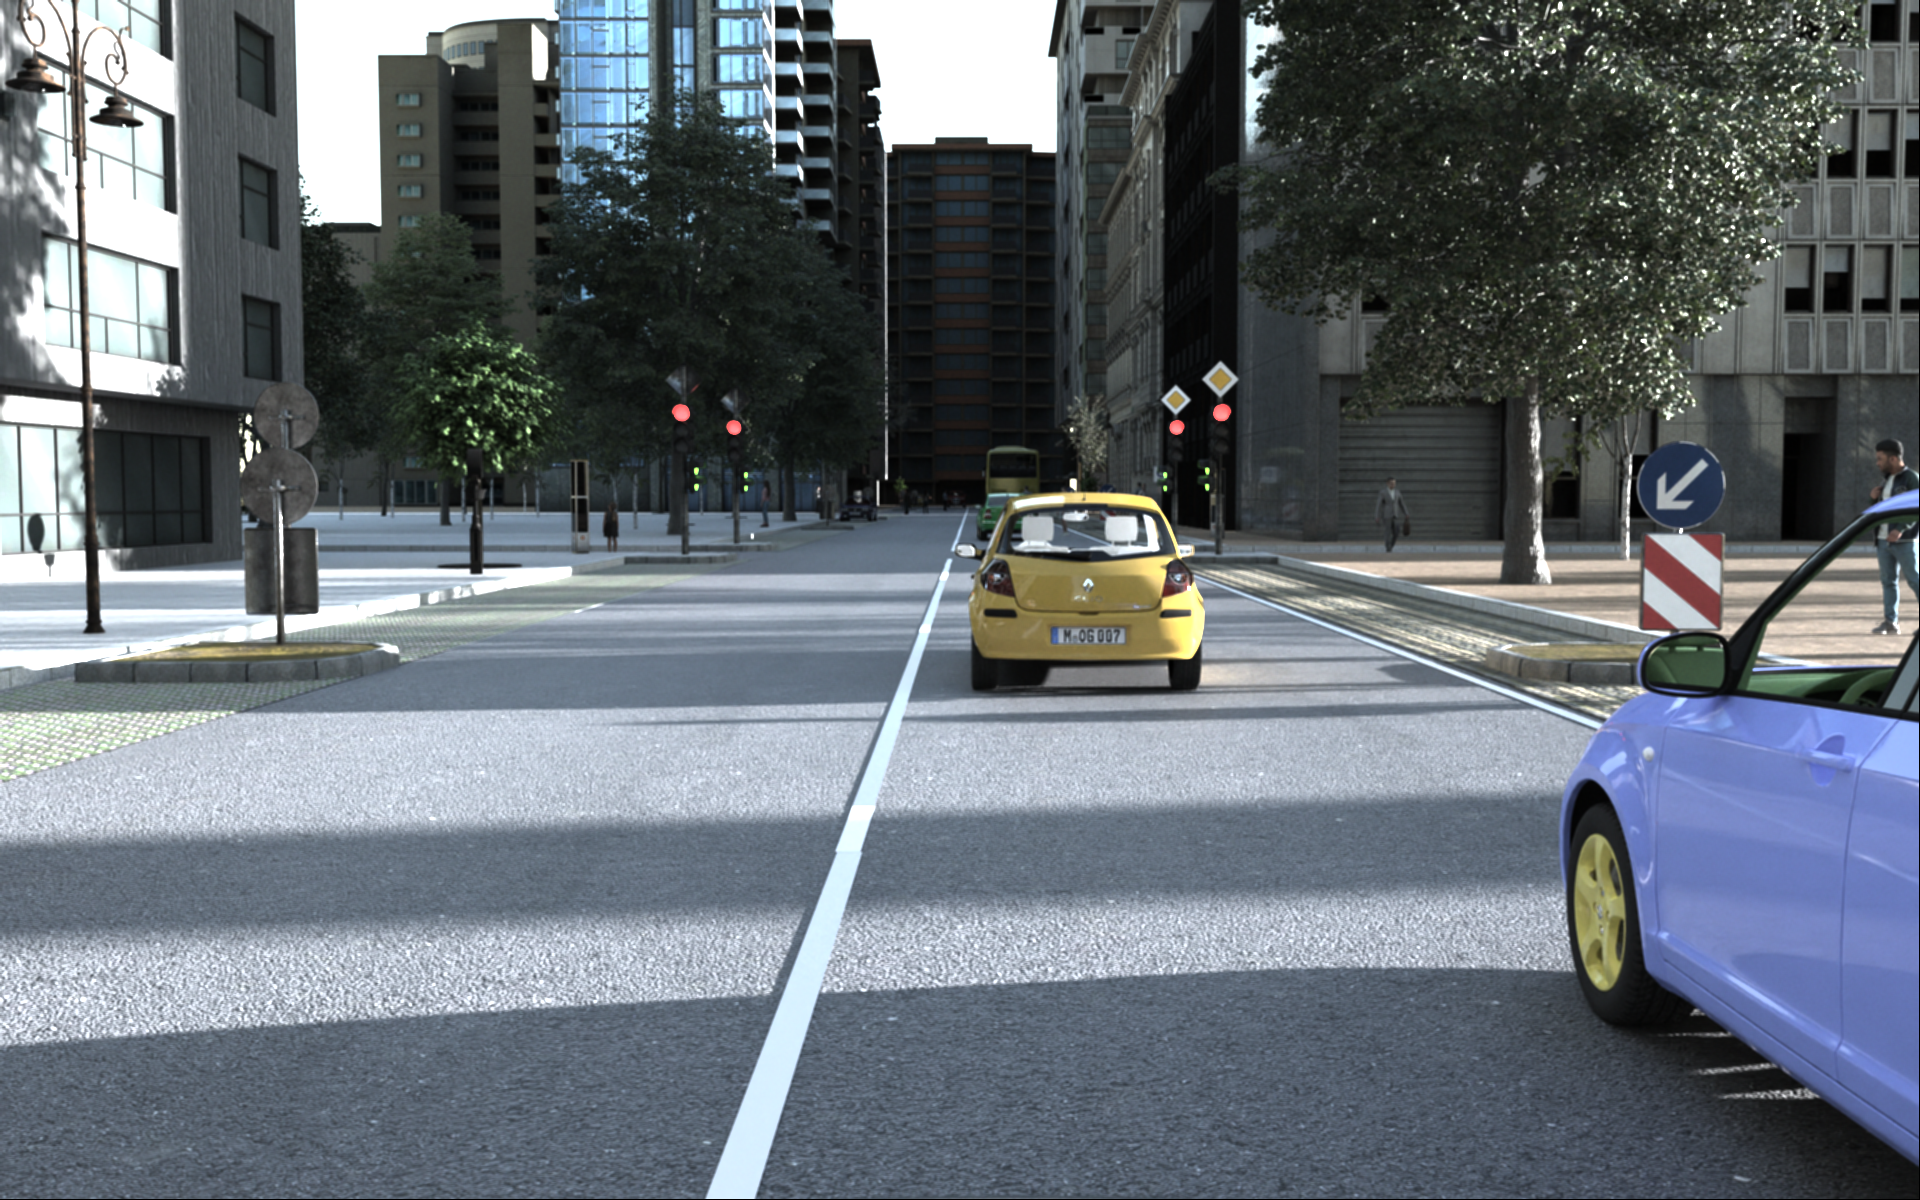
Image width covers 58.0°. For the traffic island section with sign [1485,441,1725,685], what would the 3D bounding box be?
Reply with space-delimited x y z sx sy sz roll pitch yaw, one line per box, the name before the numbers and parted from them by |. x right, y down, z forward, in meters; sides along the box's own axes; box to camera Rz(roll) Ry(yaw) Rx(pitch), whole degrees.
traffic island section with sign | 5.340 -0.320 13.853 1.989 1.847 2.006 0 4 0

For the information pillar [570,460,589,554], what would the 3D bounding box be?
information pillar | -8.216 -2.016 37.448 0.304 2.012 0.304 -2 4 -32

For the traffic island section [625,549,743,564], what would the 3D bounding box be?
traffic island section | -5.848 -0.885 36.747 2.009 0.180 2.903 0 4 0

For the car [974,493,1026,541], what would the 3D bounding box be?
car | 1.451 -2.809 54.722 1.959 1.807 4.718 0 4 -1

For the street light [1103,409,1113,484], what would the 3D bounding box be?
street light | 7.910 -7.328 92.608 0.468 5.910 1.993 0 4 0

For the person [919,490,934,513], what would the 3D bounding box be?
person | -2.513 -7.255 127.833 1.217 1.735 0.721 1 4 13

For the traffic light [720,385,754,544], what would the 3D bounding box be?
traffic light | -5.748 -3.405 44.597 0.839 4.253 0.868 0 4 0

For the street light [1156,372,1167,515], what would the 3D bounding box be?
street light | 7.698 -5.673 65.543 0.468 5.910 1.993 0 4 0

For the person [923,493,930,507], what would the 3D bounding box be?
person | -3.812 -11.411 195.212 1.348 1.807 0.705 3 5 40

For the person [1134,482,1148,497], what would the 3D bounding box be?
person | 8.020 -4.336 77.035 0.635 1.810 0.391 -2 4 -27

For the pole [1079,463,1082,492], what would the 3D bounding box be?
pole | 7.855 -7.280 112.879 0.158 3.312 0.155 0 3 0

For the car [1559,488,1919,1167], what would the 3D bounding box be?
car | 2.517 0.368 3.568 1.945 1.707 3.694 0 4 2

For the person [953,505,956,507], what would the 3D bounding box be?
person | -0.620 -11.364 194.387 1.350 1.814 0.705 0 4 -4

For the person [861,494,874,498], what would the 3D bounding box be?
person | -7.472 -8.057 138.592 1.217 1.723 0.721 0 4 6

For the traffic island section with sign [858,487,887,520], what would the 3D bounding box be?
traffic island section with sign | -5.067 -5.384 96.664 1.989 1.847 2.006 0 4 0

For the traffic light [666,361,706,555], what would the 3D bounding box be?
traffic light | -5.808 -2.917 36.612 0.839 4.253 0.868 0 4 0

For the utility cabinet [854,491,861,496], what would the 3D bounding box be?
utility cabinet | -6.992 -6.685 117.985 0.318 1.500 1.173 -1 4 -14

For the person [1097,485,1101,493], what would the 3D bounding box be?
person | 8.352 -5.831 101.648 0.793 1.790 0.793 0 4 -2

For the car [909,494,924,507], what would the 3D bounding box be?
car | -4.622 -10.600 183.541 2.015 1.641 3.980 0 4 -1

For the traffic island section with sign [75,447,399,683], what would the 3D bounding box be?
traffic island section with sign | -5.692 -0.329 14.008 1.989 1.847 2.006 0 4 0

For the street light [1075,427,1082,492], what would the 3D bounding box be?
street light | 8.094 -8.961 119.306 0.468 5.910 1.993 0 4 0

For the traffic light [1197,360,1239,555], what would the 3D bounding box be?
traffic light | 5.453 -2.913 36.543 0.839 4.253 0.868 0 4 0

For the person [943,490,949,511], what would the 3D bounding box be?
person | -1.239 -8.601 149.106 0.705 1.826 1.348 1 4 19

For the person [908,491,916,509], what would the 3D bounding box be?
person | -4.470 -8.787 152.883 1.217 1.735 0.721 -1 4 -10

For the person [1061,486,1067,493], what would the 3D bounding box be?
person | 3.604 -3.086 59.952 0.522 1.701 0.512 -3 5 -42

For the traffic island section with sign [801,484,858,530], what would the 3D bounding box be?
traffic island section with sign | -5.268 -3.713 69.332 1.989 1.847 2.006 0 4 0

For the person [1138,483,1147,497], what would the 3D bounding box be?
person | 7.741 -4.160 74.726 0.598 1.740 0.731 2 4 34

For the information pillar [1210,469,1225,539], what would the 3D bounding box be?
information pillar | 7.425 -2.779 49.923 0.304 2.012 0.304 -3 5 -44

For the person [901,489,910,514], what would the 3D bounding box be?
person | -3.802 -6.941 122.008 0.705 1.821 1.348 2 4 25

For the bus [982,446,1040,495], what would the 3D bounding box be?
bus | 2.582 -5.902 88.039 2.896 3.916 12.252 0 4 1

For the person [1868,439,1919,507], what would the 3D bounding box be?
person | 8.593 -0.579 15.861 0.721 1.781 0.623 -1 4 -18

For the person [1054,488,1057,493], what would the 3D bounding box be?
person | 8.567 -9.092 154.777 0.705 1.814 1.350 0 4 2

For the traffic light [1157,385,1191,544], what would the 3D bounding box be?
traffic light | 5.513 -3.401 44.528 0.839 4.253 0.868 0 4 0

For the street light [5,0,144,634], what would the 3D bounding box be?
street light | -8.006 -2.633 15.836 0.468 5.910 1.993 0 4 0

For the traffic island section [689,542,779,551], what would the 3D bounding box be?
traffic island section | -5.788 -1.373 44.732 2.009 0.180 2.903 0 4 0

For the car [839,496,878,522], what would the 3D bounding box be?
car | -5.303 -4.775 90.643 1.945 1.354 3.894 0 4 2

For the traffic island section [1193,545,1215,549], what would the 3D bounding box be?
traffic island section | 5.553 -1.368 44.642 2.009 0.180 2.903 0 4 0

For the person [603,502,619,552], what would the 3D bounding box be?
person | -8.235 -1.692 40.840 0.362 1.253 0.373 -1 4 -20

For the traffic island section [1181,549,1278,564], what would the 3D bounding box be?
traffic island section | 5.493 -0.879 36.657 2.009 0.180 2.903 0 4 0

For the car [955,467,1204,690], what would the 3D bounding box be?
car | 0.951 -0.237 14.102 2.015 1.641 3.980 0 4 1

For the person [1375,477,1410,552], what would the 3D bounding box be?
person | 9.760 -1.866 39.131 0.709 1.813 0.853 -1 4 -16

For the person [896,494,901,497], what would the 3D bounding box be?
person | -6.861 -11.570 195.734 0.750 1.759 0.617 -3 5 -40

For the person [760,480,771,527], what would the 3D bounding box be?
person | -7.536 -3.743 67.249 0.388 1.821 0.555 1 4 16

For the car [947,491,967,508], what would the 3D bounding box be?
car | -0.393 -10.859 186.209 2.281 1.827 5.304 0 4 1

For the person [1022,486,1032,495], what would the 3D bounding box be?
person | 3.065 -4.300 78.897 0.635 1.810 0.391 -2 4 -29

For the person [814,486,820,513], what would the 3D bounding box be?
person | -9.624 -6.795 117.322 0.473 1.802 0.592 0 4 -5
